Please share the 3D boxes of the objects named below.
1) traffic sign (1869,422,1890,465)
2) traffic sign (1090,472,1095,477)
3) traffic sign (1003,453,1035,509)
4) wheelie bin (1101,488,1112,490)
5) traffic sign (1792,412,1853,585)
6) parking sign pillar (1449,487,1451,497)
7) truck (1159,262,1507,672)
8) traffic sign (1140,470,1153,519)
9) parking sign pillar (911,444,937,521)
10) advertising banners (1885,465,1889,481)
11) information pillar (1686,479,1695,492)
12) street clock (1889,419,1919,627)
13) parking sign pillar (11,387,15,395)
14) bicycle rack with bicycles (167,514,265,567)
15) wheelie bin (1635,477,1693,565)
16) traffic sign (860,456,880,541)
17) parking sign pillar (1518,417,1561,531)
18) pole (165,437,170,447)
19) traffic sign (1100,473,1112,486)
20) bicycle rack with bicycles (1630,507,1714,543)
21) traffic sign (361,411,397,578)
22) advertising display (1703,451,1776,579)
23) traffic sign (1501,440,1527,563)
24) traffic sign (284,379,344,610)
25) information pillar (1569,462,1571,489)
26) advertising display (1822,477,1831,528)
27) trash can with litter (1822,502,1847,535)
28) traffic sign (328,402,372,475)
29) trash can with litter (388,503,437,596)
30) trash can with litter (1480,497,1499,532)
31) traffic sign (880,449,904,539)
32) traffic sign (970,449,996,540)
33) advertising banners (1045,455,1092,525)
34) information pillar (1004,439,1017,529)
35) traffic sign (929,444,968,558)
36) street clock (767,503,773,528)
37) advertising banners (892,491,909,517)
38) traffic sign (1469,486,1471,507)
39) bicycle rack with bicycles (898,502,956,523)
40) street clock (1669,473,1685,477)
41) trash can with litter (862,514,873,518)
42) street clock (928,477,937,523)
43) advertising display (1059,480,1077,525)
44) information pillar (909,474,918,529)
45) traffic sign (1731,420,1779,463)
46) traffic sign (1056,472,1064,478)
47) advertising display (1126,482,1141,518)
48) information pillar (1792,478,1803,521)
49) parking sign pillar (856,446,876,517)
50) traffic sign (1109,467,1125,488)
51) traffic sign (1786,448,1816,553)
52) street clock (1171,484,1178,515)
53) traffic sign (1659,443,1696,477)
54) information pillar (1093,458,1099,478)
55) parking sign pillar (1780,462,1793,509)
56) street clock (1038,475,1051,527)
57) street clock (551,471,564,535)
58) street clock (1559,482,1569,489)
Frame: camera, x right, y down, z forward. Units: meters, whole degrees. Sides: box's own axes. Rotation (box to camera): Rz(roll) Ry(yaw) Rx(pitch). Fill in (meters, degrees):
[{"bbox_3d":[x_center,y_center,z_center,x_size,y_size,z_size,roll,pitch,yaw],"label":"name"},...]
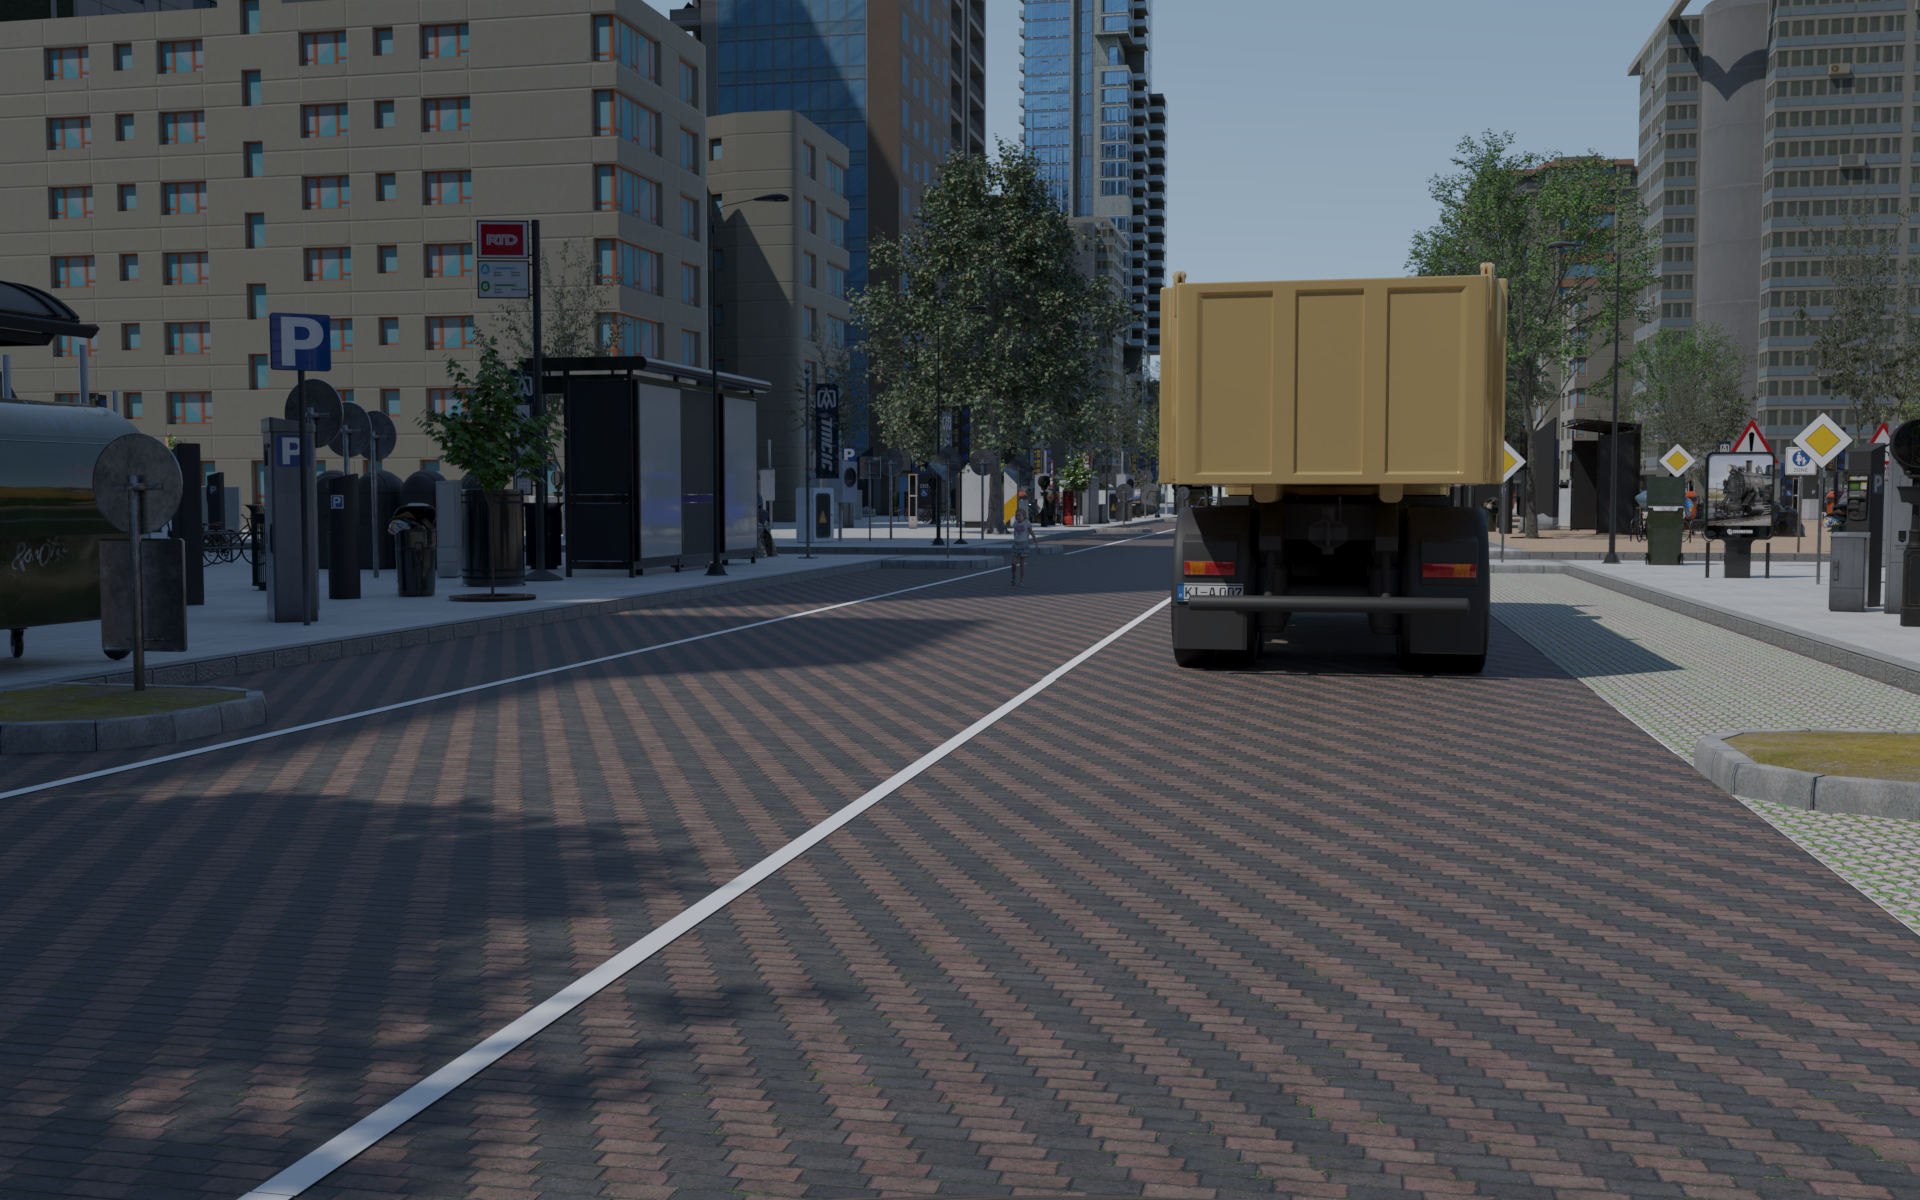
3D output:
[{"bbox_3d":[16.686,-1.919,31.383,0.884,2.594,0.081,1,4,17],"label":"traffic sign"},{"bbox_3d":[7.394,-6.079,99.503,0.768,2.556,0.104,1,4,17],"label":"traffic sign"},{"bbox_3d":[1.429,-2.374,42.457,0.795,2.450,0.064,1,4,12],"label":"traffic sign"},{"bbox_3d":[7.970,-5.310,94.724,0.980,1.594,0.693,-1,4,-13],"label":"wheelie bin"},{"bbox_3d":[12.159,-1.425,24.477,0.795,2.450,0.064,1,4,13],"label":"traffic sign"},{"bbox_3d":[29.676,-7.139,105.197,1.447,3.967,1.447,0,4,-2],"label":"parking sign pillar"},{"bbox_3d":[3.828,-1.332,17.710,3.469,3.379,9.791,1,4,13],"label":"truck"},{"bbox_3d":[9.719,-5.546,90.775,0.768,2.556,0.104,1,4,21],"label":"traffic sign"},{"bbox_3d":[-1.747,-5.839,83.938,1.447,3.967,1.447,0,4,-2],"label":"parking sign pillar"},{"bbox_3d":[36.910,-4.538,70.377,0.090,3.025,2.074,-3,5,-40],"label":"advertising banners"},{"bbox_3d":[36.319,-4.994,86.150,0.304,2.012,0.304,0,4,6],"label":"information pillar"},{"bbox_3d":[9.231,-0.744,16.728,0.471,2.002,0.358,1,4,20],"label":"street clock"},{"bbox_3d":[-20.683,-3.000,37.521,1.447,3.967,1.447,3,5,43],"label":"parking sign pillar"},{"bbox_3d":[-13.514,-1.075,30.957,2.852,0.926,2.925,2,4,35],"label":"bicycle rack with bicycles"},{"bbox_3d":[12.736,-1.434,31.347,0.980,1.594,0.693,1,4,22],"label":"wheelie bin"},{"bbox_3d":[-2.440,-2.740,46.921,0.606,2.300,0.079,1,4,21],"label":"traffic sign"},{"bbox_3d":[20.597,-4.465,61.481,1.447,3.967,1.447,-3,5,-39],"label":"parking sign pillar"},{"bbox_3d":[-28.285,-4.169,61.999,0.158,3.312,0.155,0,3,0],"label":"pole"},{"bbox_3d":[8.811,-6.380,104.420,0.768,2.556,0.104,1,4,14],"label":"traffic sign"},{"bbox_3d":[19.147,-2.030,46.567,2.925,0.926,2.852,-2,4,-33],"label":"bicycle rack with bicycles"},{"bbox_3d":[-8.942,-1.611,26.450,0.768,2.556,0.104,1,4,18],"label":"traffic sign"},{"bbox_3d":[11.848,-1.293,26.357,0.974,1.923,0.123,1,4,14],"label":"advertising display"},{"bbox_3d":[10.167,-1.760,32.413,0.795,2.450,0.064,1,4,12],"label":"traffic sign"},{"bbox_3d":[-7.153,-1.165,19.154,0.768,2.556,0.104,1,4,17],"label":"traffic sign"},{"bbox_3d":[37.076,-6.926,104.598,0.504,3.616,0.183,2,4,23],"label":"information pillar"},{"bbox_3d":[33.183,-3.716,65.972,0.974,1.923,0.123,-2,4,-27],"label":"advertising display"},{"bbox_3d":[12.957,-0.842,25.149,0.624,1.170,1.055,3,5,42],"label":"trash can with litter"},{"bbox_3d":[-8.479,-1.459,23.964,0.768,2.556,0.104,1,4,16],"label":"traffic sign"},{"bbox_3d":[-6.972,-0.645,21.925,0.624,1.170,1.055,-2,4,-25],"label":"trash can with litter"},{"bbox_3d":[17.818,-2.911,58.987,0.624,1.170,1.055,-2,4,-34],"label":"trash can with litter"},{"bbox_3d":[-1.954,-2.985,48.907,0.768,2.556,0.104,1,4,19],"label":"traffic sign"},{"bbox_3d":[0.633,-2.970,48.660,0.768,2.556,0.104,1,4,14],"label":"traffic sign"},{"bbox_3d":[4.410,-4.573,70.949,2.074,3.025,0.090,1,4,15],"label":"advertising banners"},{"bbox_3d":[1.864,-4.452,64.149,0.504,3.616,0.183,1,4,11],"label":"information pillar"},{"bbox_3d":[-0.239,-1.896,34.648,0.795,2.450,0.064,1,4,12],"label":"traffic sign"},{"bbox_3d":[-7.173,-3.715,65.303,0.358,2.002,0.471,-2,4,-25],"label":"street clock"},{"bbox_3d":[-2.987,-6.292,99.068,2.074,3.025,0.090,-1,4,-17],"label":"advertising banners"},{"bbox_3d":[11.835,-2.237,40.223,0.795,2.450,0.064,1,4,12],"label":"traffic sign"},{"bbox_3d":[-1.324,-3.946,77.900,2.925,0.926,2.852,-3,5,-40],"label":"bicycle rack with bicycles"},{"bbox_3d":[22.645,-3.071,54.780,0.358,2.002,0.471,-1,4,-20],"label":"street clock"},{"bbox_3d":[-5.581,-5.126,94.873,1.678,1.210,2.233,0,4,-1],"label":"trash can with litter"},{"bbox_3d":[-1.132,-4.305,74.955,0.471,2.002,0.358,1,4,9],"label":"street clock"},{"bbox_3d":[4.524,-4.099,72.238,0.974,1.923,0.123,3,5,42],"label":"advertising display"},{"bbox_3d":[-1.724,-3.629,63.818,0.304,2.012,0.304,0,4,5],"label":"information pillar"},{"bbox_3d":[13.852,-1.858,30.374,0.884,2.594,0.081,1,4,18],"label":"traffic sign"},{"bbox_3d":[4.571,-4.637,76.994,0.795,2.450,0.064,1,4,14],"label":"traffic sign"},{"bbox_3d":[9.140,-5.308,92.000,0.974,1.923,0.123,1,4,16],"label":"advertising display"},{"bbox_3d":[38.459,-4.590,79.544,0.304,2.012,0.304,-2,4,-31],"label":"information pillar"},{"bbox_3d":[-5.422,-6.634,96.943,1.447,3.967,1.447,1,4,12],"label":"parking sign pillar"},{"bbox_3d":[7.361,-4.961,81.223,0.768,2.556,0.104,1,4,15],"label":"traffic sign"},{"bbox_3d":[18.387,-2.189,37.917,0.606,2.300,0.079,1,4,20],"label":"traffic sign"},{"bbox_3d":[13.093,-6.156,105.220,0.471,2.002,0.358,-1,4,-19],"label":"street clock"},{"bbox_3d":[16.353,-2.346,39.539,0.795,2.450,0.064,1,4,17],"label":"traffic sign"},{"bbox_3d":[8.809,-7.403,112.401,0.504,3.616,0.183,-2,4,-35],"label":"information pillar"},{"bbox_3d":[50.671,-7.200,106.186,1.447,3.967,1.447,1,4,12],"label":"parking sign pillar"},{"bbox_3d":[3.271,-3.840,67.358,0.471,2.002,0.358,-3,4,-36],"label":"street clock"},{"bbox_3d":[-12.713,-3.075,54.839,0.471,2.002,0.358,3,5,41],"label":"street clock"},{"bbox_3d":[36.255,-6.082,104.007,0.471,2.002,0.358,0,4,-5],"label":"street clock"}]
